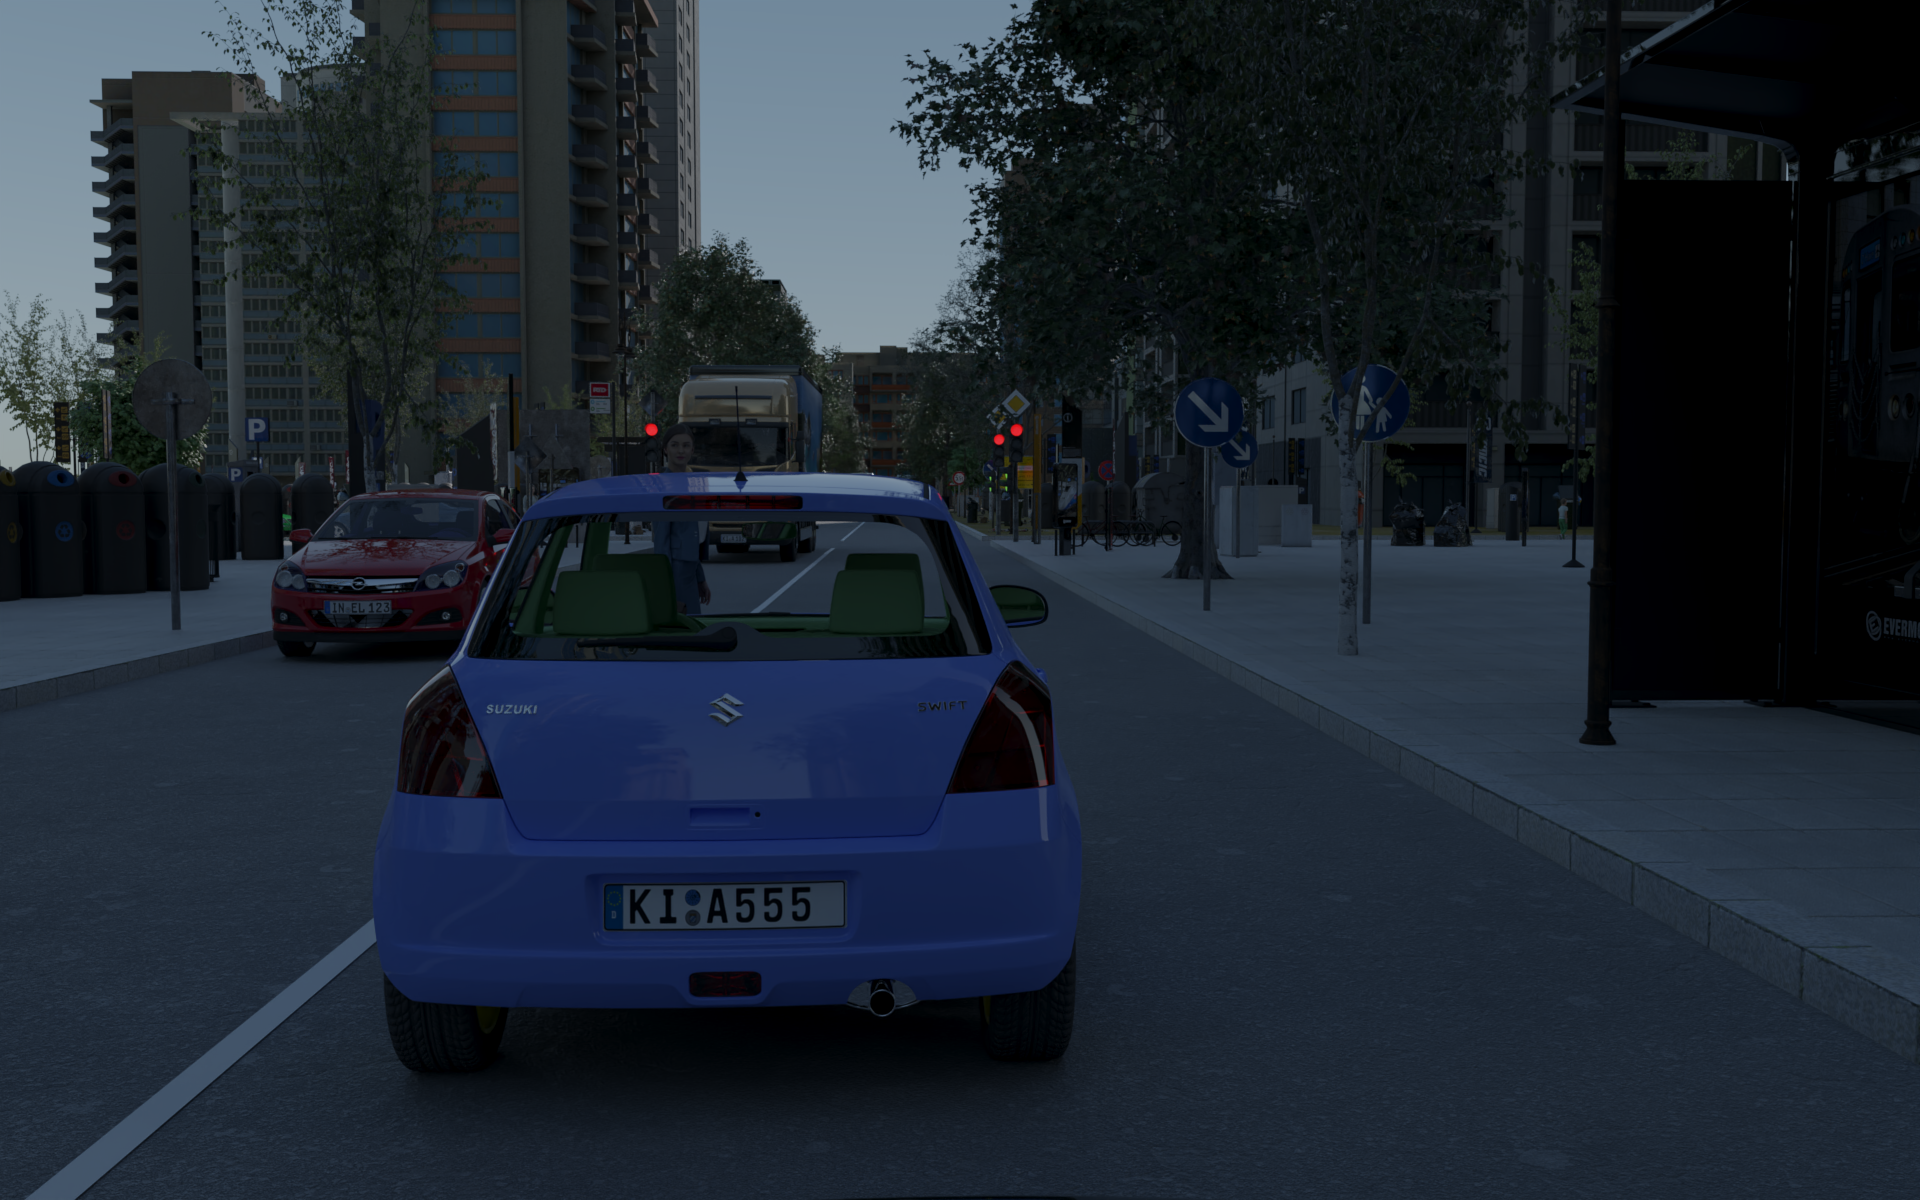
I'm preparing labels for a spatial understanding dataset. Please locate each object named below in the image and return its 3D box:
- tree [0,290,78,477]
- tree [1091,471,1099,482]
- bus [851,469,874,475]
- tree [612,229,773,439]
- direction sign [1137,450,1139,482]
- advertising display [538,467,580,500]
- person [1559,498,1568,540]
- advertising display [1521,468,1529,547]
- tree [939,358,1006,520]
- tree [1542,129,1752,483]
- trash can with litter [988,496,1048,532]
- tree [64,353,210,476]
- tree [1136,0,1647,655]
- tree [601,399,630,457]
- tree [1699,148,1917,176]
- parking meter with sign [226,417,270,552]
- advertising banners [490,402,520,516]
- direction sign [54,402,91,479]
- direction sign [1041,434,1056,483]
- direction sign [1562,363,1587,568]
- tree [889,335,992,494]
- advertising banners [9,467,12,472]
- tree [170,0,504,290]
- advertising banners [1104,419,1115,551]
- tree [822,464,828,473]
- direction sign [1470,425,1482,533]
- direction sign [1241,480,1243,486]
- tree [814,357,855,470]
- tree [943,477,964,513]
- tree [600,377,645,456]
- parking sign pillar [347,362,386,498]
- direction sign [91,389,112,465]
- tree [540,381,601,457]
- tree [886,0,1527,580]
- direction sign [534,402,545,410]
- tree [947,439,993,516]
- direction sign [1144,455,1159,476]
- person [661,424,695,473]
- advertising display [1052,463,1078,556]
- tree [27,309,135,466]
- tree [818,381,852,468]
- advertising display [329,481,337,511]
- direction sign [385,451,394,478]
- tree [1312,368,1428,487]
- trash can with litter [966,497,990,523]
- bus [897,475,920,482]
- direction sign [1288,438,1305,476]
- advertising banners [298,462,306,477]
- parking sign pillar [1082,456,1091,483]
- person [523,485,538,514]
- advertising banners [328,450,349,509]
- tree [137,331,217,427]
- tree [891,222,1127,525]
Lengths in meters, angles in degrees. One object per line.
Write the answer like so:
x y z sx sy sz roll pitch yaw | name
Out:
-33.442 -6.885 62.926 4.737 8.622 4.395 0 3 0 | tree
9.208 -8.001 125.424 1.663 3.219 1.824 0 3 0 | tree
-8.601 -9.347 147.690 2.948 3.499 13.247 0 4 -1 | bus
-10.542 -9.697 75.548 9.611 12.733 9.660 0 3 0 | tree
9.192 -5.993 89.990 0.379 3.537 0.876 0 4 0 | direction sign
-9.556 -2.206 41.283 0.974 1.923 0.123 -2 4 -26 | advertising display
18.379 -2.450 52.803 0.306 1.304 0.590 3 4 38 | person
13.920 -2.291 42.669 0.123 1.923 0.974 1 4 20 | advertising display
1.359 -8.346 86.824 4.360 8.622 3.978 0 3 0 | tree
13.823 -5.162 34.754 4.737 8.622 4.395 0 3 0 | tree
1.971 -2.949 59.270 2.233 1.210 1.678 -1 4 -8 | trash can with litter
-19.255 -3.489 40.752 4.285 4.588 4.351 0 3 0 | tree
3.102 -3.852 13.343 4.360 8.622 3.978 0 3 0 | tree
-25.475 -10.769 126.440 4.737 8.622 4.395 0 3 0 | tree
14.604 -4.795 28.763 4.360 8.622 3.978 0 3 0 | tree
-16.025 -2.592 38.640 0.543 3.016 1.738 0 4 3 | parking meter with sign
-8.561 -2.223 32.540 0.090 3.025 2.074 -2 4 -27 | advertising banners
-21.816 -3.101 42.705 0.876 3.537 0.379 -1 4 -9 | direction sign
3.202 -4.497 65.518 0.876 3.537 0.379 1 4 15 | direction sign
10.748 -2.338 30.229 0.379 3.537 0.876 3 4 37 | direction sign
-1.845 -21.068 200.347 12.611 20.169 13.585 0 3 0 | tree
-61.274 -7.038 111.263 2.074 3.025 0.090 3 5 40 | advertising banners
-7.774 -4.409 22.452 4.360 8.622 3.978 0 3 0 | tree
3.449 -2.657 39.631 0.090 3.025 2.074 1 4 10 | advertising banners
-12.318 -9.588 140.473 4.285 4.588 4.351 0 3 0 | tree
16.968 -3.965 56.831 0.876 3.537 0.379 -3 5 -45 | direction sign
6.435 -2.907 39.525 0.379 3.537 0.876 1 4 14 | direction sign
-11.827 -11.939 120.950 9.928 11.665 9.643 0 3 0 | tree
-0.134 -7.677 120.118 1.663 3.219 1.824 0 3 0 | tree
-20.203 -9.540 106.338 4.360 8.622 3.978 0 3 0 | tree
-12.335 -2.910 36.044 1.447 3.967 1.447 0 4 -4 | parking sign pillar
-18.604 -2.803 37.823 0.379 3.537 0.876 -1 4 -16 | direction sign
-26.142 -9.942 112.918 4.737 8.622 4.395 0 3 0 | tree
3.693 -6.662 25.927 9.611 12.733 9.660 0 3 0 | tree
-10.425 -3.122 43.037 0.379 3.537 0.876 -2 4 -29 | direction sign
0.703 -7.314 103.299 4.285 4.588 4.351 0 3 0 | tree
11.041 -6.589 99.733 0.876 3.537 0.379 2 4 24 | direction sign
-1.628 -0.074 9.742 0.654 1.822 0.581 2 4 28 | person
2.200 -1.896 36.205 0.123 1.923 0.974 2 4 29 | advertising display
-34.452 -7.221 68.422 4.360 8.622 3.978 0 3 0 | tree
-11.749 -12.093 132.138 7.601 10.594 8.767 -1 4 -19 | tree
-31.873 -5.039 87.605 0.123 1.923 0.974 1 4 20 | advertising display
-29.873 -6.025 90.498 0.876 3.537 0.379 -1 4 -14 | direction sign
14.415 -6.752 60.756 4.737 8.622 4.395 0 3 0 | tree
0.783 -3.959 76.114 1.055 1.170 0.624 1 4 14 | trash can with litter
-5.294 -10.843 172.144 2.948 3.499 13.247 0 4 -3 | bus
13.560 -4.764 69.882 0.876 3.537 0.379 -2 4 -33 | direction sign
-36.634 -6.043 94.983 2.074 3.025 0.090 2 4 25 | advertising banners
7.110 -6.836 100.244 1.447 3.967 1.447 2 4 28 | parking sign pillar
-12.138 -2.421 49.085 0.512 1.701 0.522 -3 4 -37 | person
-24.415 -4.401 68.143 0.090 3.025 2.074 1 4 10 | advertising banners
-35.617 -7.747 77.022 4.737 8.622 4.395 0 3 0 | tree
2.380 -9.948 73.022 12.009 13.543 11.850 0 3 0 | tree
